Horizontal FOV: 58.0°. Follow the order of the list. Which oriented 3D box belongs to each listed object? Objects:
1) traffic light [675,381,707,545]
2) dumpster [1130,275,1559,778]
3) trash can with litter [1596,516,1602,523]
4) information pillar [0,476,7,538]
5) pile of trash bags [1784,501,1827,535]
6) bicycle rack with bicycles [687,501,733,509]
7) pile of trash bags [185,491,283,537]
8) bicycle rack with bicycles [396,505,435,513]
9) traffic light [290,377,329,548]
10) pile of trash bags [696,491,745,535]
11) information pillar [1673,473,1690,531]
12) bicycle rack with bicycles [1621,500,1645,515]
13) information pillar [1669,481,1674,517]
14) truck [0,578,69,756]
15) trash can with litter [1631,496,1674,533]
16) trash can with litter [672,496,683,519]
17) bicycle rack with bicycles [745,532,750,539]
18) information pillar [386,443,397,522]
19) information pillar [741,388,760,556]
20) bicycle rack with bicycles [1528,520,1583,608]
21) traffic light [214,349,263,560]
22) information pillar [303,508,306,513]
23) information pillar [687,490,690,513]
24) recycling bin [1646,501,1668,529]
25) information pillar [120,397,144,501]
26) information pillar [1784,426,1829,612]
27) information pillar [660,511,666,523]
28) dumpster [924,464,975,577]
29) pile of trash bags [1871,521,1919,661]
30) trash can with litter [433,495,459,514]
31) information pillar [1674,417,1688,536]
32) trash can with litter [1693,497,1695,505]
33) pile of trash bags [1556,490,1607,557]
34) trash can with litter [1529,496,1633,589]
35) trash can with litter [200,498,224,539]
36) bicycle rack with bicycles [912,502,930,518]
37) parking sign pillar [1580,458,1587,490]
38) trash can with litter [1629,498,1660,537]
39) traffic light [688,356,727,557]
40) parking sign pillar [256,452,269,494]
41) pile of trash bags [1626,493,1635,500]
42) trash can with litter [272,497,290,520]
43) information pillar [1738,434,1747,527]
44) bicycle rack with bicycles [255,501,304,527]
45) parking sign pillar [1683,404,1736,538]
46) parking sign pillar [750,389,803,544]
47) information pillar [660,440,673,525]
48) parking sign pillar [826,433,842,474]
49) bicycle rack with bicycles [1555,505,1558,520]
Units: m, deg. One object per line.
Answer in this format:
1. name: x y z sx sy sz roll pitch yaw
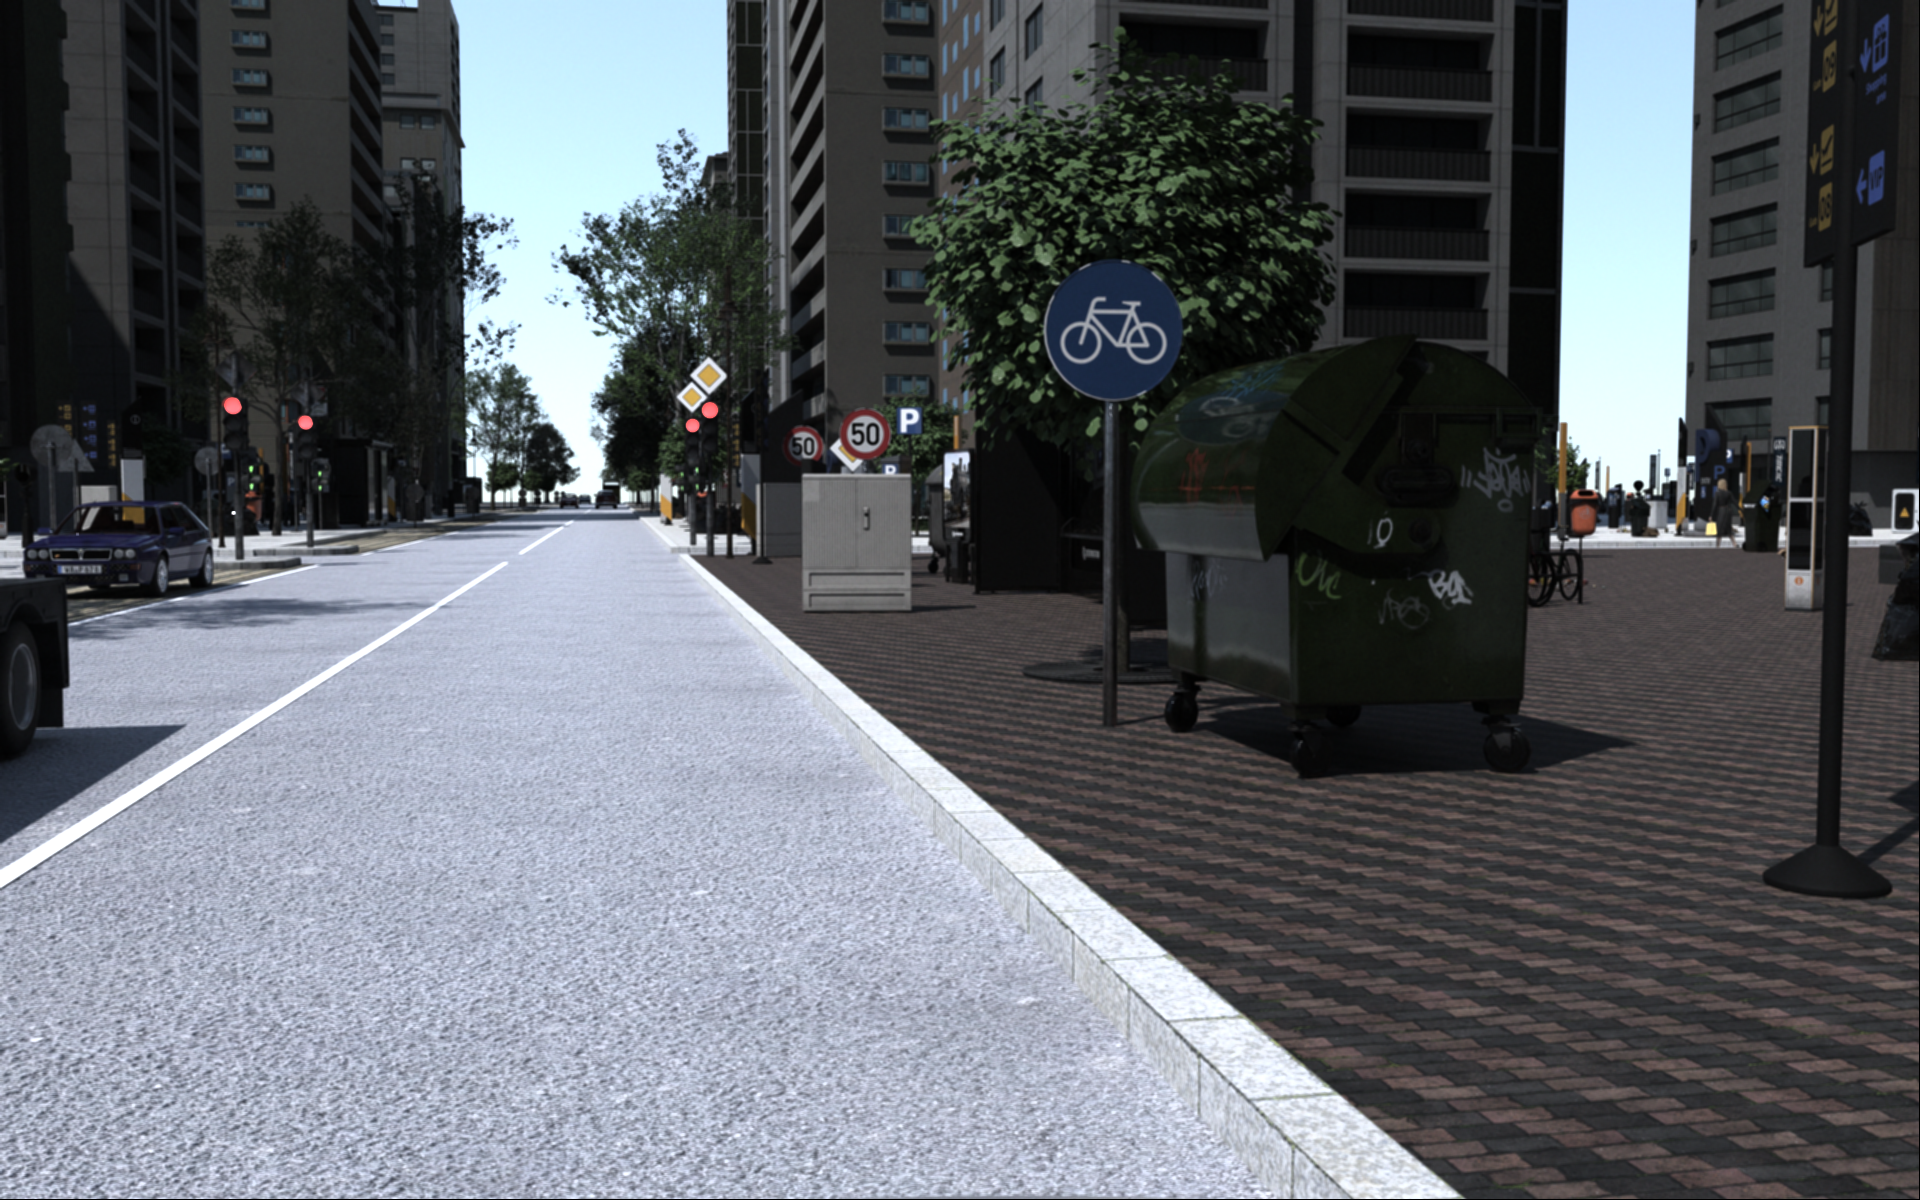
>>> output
1. traffic light: -6.699 -3.324 43.263 0.839 4.253 0.868 -1 4 -11
2. dumpster: 1.838 -0.374 8.603 1.502 2.255 1.985 -1 4 -11
3. trash can with litter: 28.037 -4.027 77.234 1.055 1.170 0.624 -1 4 -12
4. information pillar: -28.299 -2.848 51.061 0.304 2.012 0.304 -2 4 -34
5. pile of trash bags: 27.943 -2.889 56.980 3.447 1.369 1.912 1 4 15
6. bicycle rack with bicycles: -12.251 -4.456 86.234 2.852 0.926 2.925 1 4 16
7. pile of trash bags: -22.573 -2.680 53.572 1.912 1.369 3.447 0 4 6
8. bicycle rack with bicycles: -33.335 -5.693 106.461 2.925 0.926 2.852 -3 4 -39
9. traffic light: -15.584 -3.215 41.485 0.839 4.253 0.868 -1 4 -11
10. pile of trash bags: -7.848 -2.855 56.432 1.912 1.369 3.447 -2 4 -30
11. information pillar: 25.180 -3.415 60.330 0.304 2.012 0.304 -2 4 -27
12. bicycle rack with bicycles: 41.426 -5.556 104.226 2.925 0.926 2.852 2 4 30
13. information pillar: 39.117 -5.534 94.966 0.304 2.012 0.304 -1 4 -21
14. truck: -4.344 -0.671 0.735 2.967 4.110 18.799 -1 4 -13
15. trash can with litter: 22.800 -2.845 57.577 2.233 1.210 1.678 1 4 18
16. trash can with litter: -14.653 -4.785 89.622 0.624 1.170 1.055 -3 5 -39
17. bicycle rack with bicycles: -4.427 -2.151 48.546 2.852 0.926 2.925 -2 4 -30
18. information pillar: -26.214 -5.400 79.647 0.183 3.616 0.504 3 4 37
19. information pillar: -4.337 -2.740 36.156 0.504 3.616 0.183 -3 5 -40
20. bicycle rack with bicycles: 6.233 -0.433 20.455 2.925 0.926 2.852 -2 4 -27
21. traffic light: -14.025 -2.736 33.653 0.839 4.253 0.868 -1 4 -11
22. information pillar: -42.481 -6.599 112.384 0.304 2.012 0.304 -1 4 -17
23. information pillar: -18.442 -6.938 117.925 0.304 2.012 0.304 -2 4 -27
24. recycling bin: 25.599 -3.143 63.936 0.722 1.027 0.722 -2 4 -31
25. information pillar: -19.834 -3.069 41.539 0.183 3.616 0.504 3 5 45
26. information pillar: 9.245 -0.883 18.926 0.304 2.012 0.304 -3 5 -43
27. information pillar: -12.968 -4.380 76.100 0.304 2.012 0.304 1 4 16
28. dumpster: 0.202 -1.330 27.500 1.264 1.857 1.865 -1 4 -11
29. pile of trash bags: 8.680 -0.195 12.939 1.912 1.369 3.447 -3 5 -42
30. trash can with litter: -33.335 -6.115 111.038 2.233 1.210 1.678 -1 4 -14
31. information pillar: 21.953 -3.751 52.683 0.183 3.616 0.504 0 4 1
32. trash can with litter: 42.447 -5.415 99.929 0.624 1.170 1.055 0 4 7
33. pile of trash bags: 11.238 -1.562 35.295 3.447 1.369 1.912 1 4 9
34. trash can with litter: 8.414 -0.825 24.539 1.678 1.210 2.233 2 4 30
35. trash can with litter: -21.755 -2.380 50.299 0.624 1.170 1.055 -1 4 -18
36. bicycle rack with bicycles: -1.198 -4.162 81.433 2.852 0.926 2.925 -1 4 -11
37. parking sign pillar: 45.831 -8.539 128.083 1.447 3.967 1.447 3 5 45
38. trash can with litter: 20.482 -2.465 51.692 0.624 1.170 1.055 -1 4 -16
39. traffic light: -5.141 -2.845 35.431 0.839 4.253 0.868 -1 4 -11
40. parking sign pillar: -42.650 -7.175 105.789 1.447 3.967 1.447 0 4 6
41. pile of trash bags: 44.905 -6.638 118.280 3.447 1.369 1.912 -2 4 -35
42. trash can with litter: -36.302 -4.934 92.066 0.624 1.170 1.055 0 4 2
43. information pillar: 30.596 -4.669 67.688 0.183 3.616 0.504 3 5 40
44. bicycle rack with bicycles: -27.489 -3.249 66.504 2.925 0.926 2.852 2 4 26
45. parking sign pillar: 22.316 -3.854 51.483 1.447 3.967 1.447 0 4 2
46. parking sign pillar: -4.678 -3.419 44.377 1.447 3.967 1.447 -2 4 -34
47. information pillar: -12.074 -4.884 71.205 0.504 3.616 0.183 0 4 5
48. parking sign pillar: -5.479 -5.339 75.770 1.447 3.967 1.447 -1 4 -16
49. bicycle rack with bicycles: 27.977 -4.062 79.793 2.852 0.926 2.925 3 5 40
